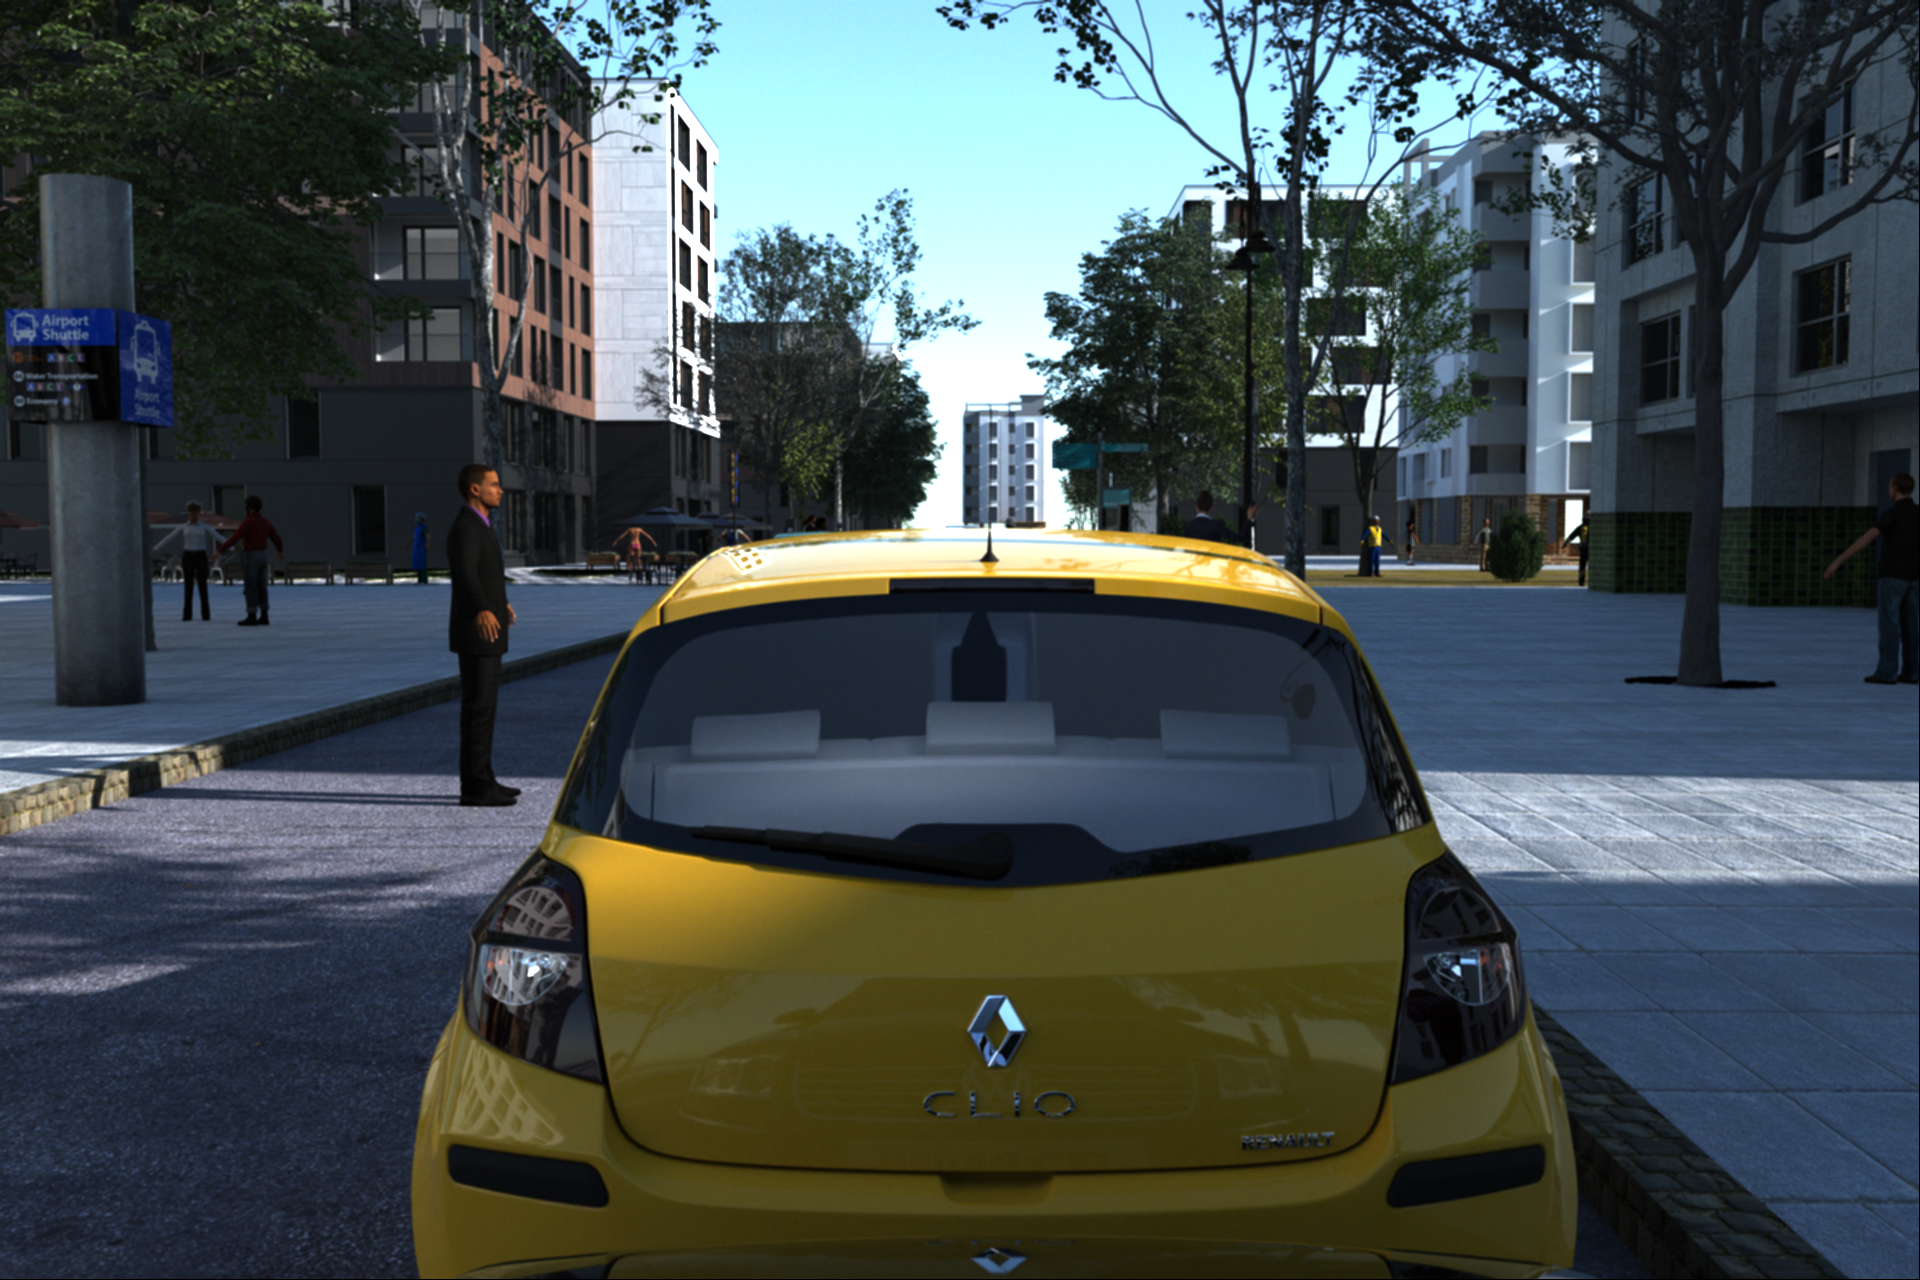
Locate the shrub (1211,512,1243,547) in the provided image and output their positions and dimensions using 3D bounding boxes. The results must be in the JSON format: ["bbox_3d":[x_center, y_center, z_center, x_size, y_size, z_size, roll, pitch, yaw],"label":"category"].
[{"bbox_3d":[8.747,-3.286,58.152,1.690,2.028,1.600,0,3,0],"label":"shrub"}]

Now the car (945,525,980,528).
[{"bbox_3d":[0.124,-3.892,72.309,2.281,1.827,5.304,0,4,2],"label":"car"}]

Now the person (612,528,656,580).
[{"bbox_3d":[-9.131,-2.556,48.596,1.217,1.733,0.721,-1,4,-13],"label":"person"}]

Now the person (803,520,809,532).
[{"bbox_3d":[-5.657,-3.557,64.340,0.705,1.806,1.347,0,4,-2],"label":"person"}]

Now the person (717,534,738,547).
[{"bbox_3d":[-10.542,-4.471,78.863,0.705,1.858,1.354,3,4,37],"label":"person"}]

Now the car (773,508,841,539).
[{"bbox_3d":[-1.822,-0.859,22.842,1.959,1.807,4.718,0,4,1],"label":"car"}]

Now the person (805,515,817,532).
[{"bbox_3d":[-4.044,-2.542,47.748,0.705,1.806,1.347,1,4,21],"label":"person"}]

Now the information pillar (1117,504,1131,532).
[{"bbox_3d":[3.990,-2.307,42.209,0.304,2.012,0.304,0,4,1],"label":"information pillar"}]

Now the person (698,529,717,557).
[{"bbox_3d":[-10.597,-4.049,72.345,0.704,1.812,1.346,-3,5,-41],"label":"person"}]

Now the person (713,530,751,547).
[{"bbox_3d":[-7.719,-3.238,58.796,1.347,1.847,0.705,0,4,-7],"label":"person"}]

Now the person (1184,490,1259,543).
[{"bbox_3d":[2.649,-0.661,17.655,0.742,1.727,0.445,0,4,2],"label":"person"}]

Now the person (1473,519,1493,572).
[{"bbox_3d":[17.933,-3.229,59.059,1.348,1.796,0.705,-2,4,-31],"label":"person"}]

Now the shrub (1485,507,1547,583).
[{"bbox_3d":[14.672,-2.530,45.782,1.690,2.028,1.600,0,3,0],"label":"shrub"}]

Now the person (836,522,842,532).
[{"bbox_3d":[-4.778,-3.871,69.748,0.721,1.772,1.216,0,4,7],"label":"person"}]

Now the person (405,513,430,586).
[{"bbox_3d":[-13.449,-2.262,43.112,0.704,1.817,1.347,-3,5,-40],"label":"person"}]

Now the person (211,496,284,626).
[{"bbox_3d":[-9.923,-1.113,24.309,0.704,1.816,1.345,1,4,20],"label":"person"}]

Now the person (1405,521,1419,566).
[{"bbox_3d":[18.330,-3.933,70.446,0.704,1.843,1.345,0,4,-6],"label":"person"}]

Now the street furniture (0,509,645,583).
[{"bbox_3d":[-24.188,-2.866,51.896,27.439,1.986,14.083,0,4,4],"label":"street furniture"}]

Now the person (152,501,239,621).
[{"bbox_3d":[-11.322,-1.172,25.622,1.216,1.778,0.721,-1,4,-18],"label":"person"}]

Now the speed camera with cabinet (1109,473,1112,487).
[{"bbox_3d":[5.016,-3.733,55.371,0.660,3.252,2.038,0,4,2],"label":"speed camera with cabinet"}]

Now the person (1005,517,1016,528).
[{"bbox_3d":[1.270,-2.151,43.396,1.354,1.858,0.705,2,4,28],"label":"person"}]

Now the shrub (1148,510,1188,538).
[{"bbox_3d":[6.209,-2.841,50.862,1.690,2.028,1.600,0,3,0],"label":"shrub"}]

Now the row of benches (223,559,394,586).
[{"bbox_3d":[-16.328,-1.698,43.222,4.104,0.672,1.422,-1,4,-9],"label":"row of benches"}]

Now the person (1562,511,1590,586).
[{"bbox_3d":[15.438,-2.250,42.574,1.354,1.856,0.705,3,5,42],"label":"person"}]

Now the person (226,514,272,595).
[{"bbox_3d":[-15.041,-1.830,36.749,1.217,1.735,0.721,-1,4,-18],"label":"person"}]

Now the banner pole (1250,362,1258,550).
[{"bbox_3d":[4.229,-2.144,25.079,0.401,3.779,0.863,0,4,1],"label":"banner pole"}]

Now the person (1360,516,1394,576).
[{"bbox_3d":[12.419,-2.803,51.791,1.349,1.833,0.705,-2,4,-30],"label":"person"}]

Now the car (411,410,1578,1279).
[{"bbox_3d":[0.050,0.371,4.163,2.015,1.641,3.980,0,3,0],"label":"car"}]

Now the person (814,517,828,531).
[{"bbox_3d":[-2.500,-1.417,32.347,0.721,1.740,1.216,-1,4,-13],"label":"person"}]

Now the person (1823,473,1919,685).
[{"bbox_3d":[8.043,-0.529,14.865,1.348,1.803,0.705,-1,4,-16],"label":"person"}]

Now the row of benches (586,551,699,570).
[{"bbox_3d":[-11.261,-2.843,61.947,4.104,0.672,1.422,0,4,4],"label":"row of benches"}]

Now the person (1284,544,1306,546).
[{"bbox_3d":[13.993,-3.861,72.394,0.991,1.433,0.599,-1,4,-12],"label":"person"}]

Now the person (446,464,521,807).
[{"bbox_3d":[-2.533,-0.034,9.234,0.704,1.802,1.346,-1,4,-11],"label":"person"}]
